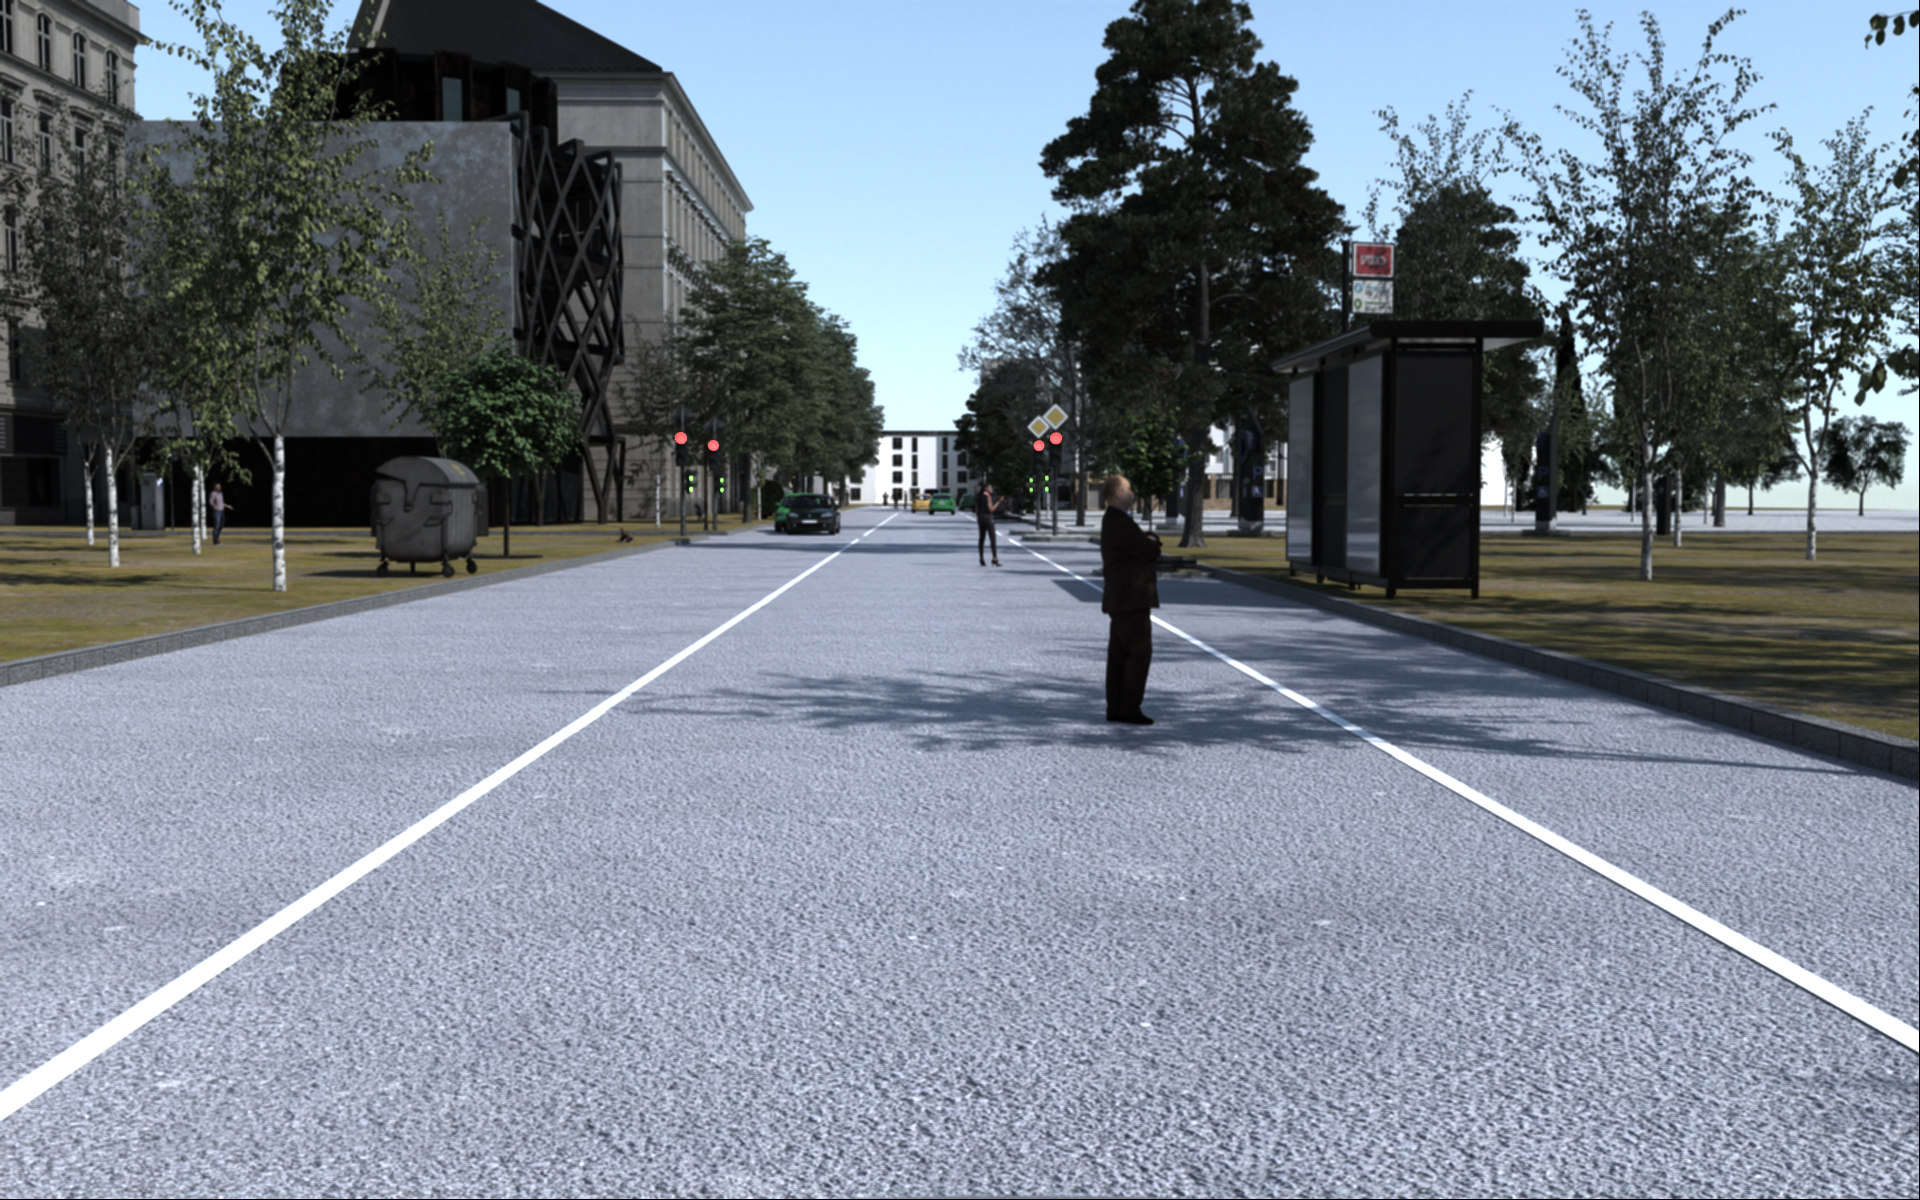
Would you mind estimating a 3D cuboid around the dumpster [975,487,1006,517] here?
[{"bbox_3d":[1.751,-5.619,100.084,1.865,1.857,1.264,0,4,-1],"label":"dumpster"}]

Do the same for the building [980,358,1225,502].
[{"bbox_3d":[18.742,-22.474,233.902,31.486,18.905,16.747,0,4,-1],"label":"building"}]

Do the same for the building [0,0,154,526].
[{"bbox_3d":[-59.627,-18.114,72.584,44.131,29.872,17.030,0,4,-1],"label":"building"}]

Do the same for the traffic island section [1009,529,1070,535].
[{"bbox_3d":[2.789,-2.384,61.253,2.009,0.180,2.903,0,4,-1],"label":"traffic island section"}]

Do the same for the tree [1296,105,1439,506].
[{"bbox_3d":[8.485,-5.007,32.224,4.360,8.622,3.978,0,3,0],"label":"tree"}]

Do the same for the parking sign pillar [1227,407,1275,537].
[{"bbox_3d":[8.893,-3.939,52.877,1.447,3.967,1.447,0,4,-8],"label":"parking sign pillar"}]

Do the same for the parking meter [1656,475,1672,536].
[{"bbox_3d":[21.840,-2.938,53.746,0.255,1.863,0.399,-1,4,-22],"label":"parking meter"}]

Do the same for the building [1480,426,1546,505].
[{"bbox_3d":[61.088,-16.055,204.648,28.070,9.664,9.099,0,4,-1],"label":"building"}]

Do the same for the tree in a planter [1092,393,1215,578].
[{"bbox_3d":[3.369,-2.039,30.566,1.991,3.239,1.994,0,4,-1],"label":"tree in a planter"}]

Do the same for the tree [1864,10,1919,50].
[{"bbox_3d":[11.176,-4.060,16.742,4.737,8.622,4.395,0,3,0],"label":"tree"}]

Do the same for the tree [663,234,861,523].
[{"bbox_3d":[-8.966,-9.660,76.068,7.486,12.596,7.792,0,3,0],"label":"tree"}]

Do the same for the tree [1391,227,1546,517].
[{"bbox_3d":[13.528,-6.002,48.493,4.737,8.622,4.395,0,3,0],"label":"tree"}]

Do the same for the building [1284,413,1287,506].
[{"bbox_3d":[41.431,-21.053,200.636,11.380,20.091,16.016,0,4,-1],"label":"building"}]

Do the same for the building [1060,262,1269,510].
[{"bbox_3d":[16.587,-17.673,145.380,16.016,20.091,11.380,0,4,-1],"label":"building"}]

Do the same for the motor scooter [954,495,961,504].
[{"bbox_3d":[-0.259,-11.900,207.344,0.815,1.314,1.986,0,4,0],"label":"motor scooter"}]

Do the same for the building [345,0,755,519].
[{"bbox_3d":[-23.381,-20.366,109.396,17.030,29.872,44.131,0,4,-1],"label":"building"}]

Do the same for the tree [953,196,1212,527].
[{"bbox_3d":[4.900,-9.653,68.199,12.009,13.543,11.850,0,3,0],"label":"tree"}]

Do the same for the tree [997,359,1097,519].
[{"bbox_3d":[4.347,-8.545,90.077,4.360,8.622,3.978,0,3,0],"label":"tree"}]

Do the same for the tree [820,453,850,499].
[{"bbox_3d":[-10.972,-12.138,148.826,4.360,8.622,3.978,0,3,0],"label":"tree"}]

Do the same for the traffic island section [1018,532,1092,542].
[{"bbox_3d":[2.942,-1.895,53.270,2.009,0.180,2.903,0,4,-1],"label":"traffic island section"}]

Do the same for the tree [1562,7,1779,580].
[{"bbox_3d":[10.079,-4.608,25.699,4.360,8.622,3.978,0,3,0],"label":"tree"}]

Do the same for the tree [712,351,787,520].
[{"bbox_3d":[-10.028,-8.192,84.309,4.737,8.622,4.395,0,3,0],"label":"tree"}]

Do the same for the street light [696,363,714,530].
[{"bbox_3d":[-9.014,-5.414,61.309,0.468,5.910,1.993,0,4,-1],"label":"street light"}]

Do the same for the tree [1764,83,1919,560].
[{"bbox_3d":[16.660,-5.101,33.765,4.737,8.622,4.395,0,3,0],"label":"tree"}]

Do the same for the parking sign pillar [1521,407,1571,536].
[{"bbox_3d":[18.043,-3.962,53.244,1.447,3.967,1.447,2,4,28],"label":"parking sign pillar"}]

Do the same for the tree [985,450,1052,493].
[{"bbox_3d":[4.700,-8.070,115.660,4.285,4.588,4.351,0,3,0],"label":"tree"}]

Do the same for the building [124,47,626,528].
[{"bbox_3d":[-23.118,-12.617,73.736,16.820,18.784,16.811,0,4,-1],"label":"building"}]

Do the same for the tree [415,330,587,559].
[{"bbox_3d":[-9.238,-3.125,34.810,4.285,4.588,4.351,0,3,0],"label":"tree"}]

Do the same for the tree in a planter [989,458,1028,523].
[{"bbox_3d":[2.310,-5.419,85.818,1.991,3.239,1.994,0,4,-1],"label":"tree in a planter"}]

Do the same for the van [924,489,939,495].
[{"bbox_3d":[-3.405,-12.324,205.887,2.240,2.365,5.245,0,4,-3],"label":"van"}]

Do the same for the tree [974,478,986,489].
[{"bbox_3d":[2.432,-12.778,203.517,1.663,3.219,1.824,0,3,0],"label":"tree"}]

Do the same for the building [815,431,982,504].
[{"bbox_3d":[-10.958,-17.596,229.833,28.070,9.664,9.099,0,4,-1],"label":"building"}]

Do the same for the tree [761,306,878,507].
[{"bbox_3d":[-10.394,-12.991,119.063,9.857,13.997,8.962,0,3,0],"label":"tree"}]

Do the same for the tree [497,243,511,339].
[{"bbox_3d":[-13.090,-5.696,43.485,4.737,8.622,4.395,0,3,0],"label":"tree"}]

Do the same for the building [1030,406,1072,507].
[{"bbox_3d":[12.254,-13.650,165.322,9.099,9.664,28.070,0,4,-1],"label":"building"}]

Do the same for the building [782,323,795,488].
[{"bbox_3d":[-24.723,-19.395,173.532,16.016,20.091,11.380,0,4,-1],"label":"building"}]

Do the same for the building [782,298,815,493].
[{"bbox_3d":[-33.183,-21.366,193.301,32.646,21.610,27.936,0,4,-1],"label":"building"}]

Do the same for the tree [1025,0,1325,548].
[{"bbox_3d":[5.882,-8.187,41.282,7.806,13.903,7.818,0,3,0],"label":"tree"}]

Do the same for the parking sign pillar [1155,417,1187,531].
[{"bbox_3d":[7.661,-4.457,61.337,1.447,3.967,1.447,1,4,22],"label":"parking sign pillar"}]

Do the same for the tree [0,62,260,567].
[{"bbox_3d":[-14.682,-4.878,30.120,4.360,8.622,3.978,0,3,0],"label":"tree"}]

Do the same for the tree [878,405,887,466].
[{"bbox_3d":[-11.536,-15.971,167.774,9.857,13.997,8.962,0,3,0],"label":"tree"}]

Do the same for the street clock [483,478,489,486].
[{"bbox_3d":[-16.650,-3.413,60.375,0.358,2.002,0.471,2,4,27],"label":"street clock"}]

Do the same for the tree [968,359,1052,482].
[{"bbox_3d":[4.134,-13.275,139.098,6.751,12.117,7.091,0,3,0],"label":"tree"}]

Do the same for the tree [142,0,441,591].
[{"bbox_3d":[-9.041,-4.437,22.900,4.737,8.622,4.395,0,3,0],"label":"tree"}]

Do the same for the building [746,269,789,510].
[{"bbox_3d":[-24.624,-17.448,151.740,16.747,18.905,31.486,0,4,-1],"label":"building"}]

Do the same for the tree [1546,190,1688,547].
[{"bbox_3d":[17.676,-5.597,41.872,4.737,8.622,4.395,0,3,0],"label":"tree"}]

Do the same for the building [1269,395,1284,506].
[{"bbox_3d":[29.815,-21.046,200.522,11.380,20.091,16.016,0,4,-1],"label":"building"}]

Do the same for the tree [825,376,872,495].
[{"bbox_3d":[-10.757,-13.166,141.026,9.928,11.665,9.643,0,3,0],"label":"tree"}]

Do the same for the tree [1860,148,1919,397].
[{"bbox_3d":[27.039,-7.280,44.777,9.928,11.665,9.643,0,3,0],"label":"tree"}]

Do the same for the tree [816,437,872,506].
[{"bbox_3d":[-12.352,-15.994,183.557,6.751,12.117,7.091,0,3,0],"label":"tree"}]

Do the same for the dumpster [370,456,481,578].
[{"bbox_3d":[-8.365,-1.309,27.161,1.264,1.857,1.865,0,4,-1],"label":"dumpster"}]

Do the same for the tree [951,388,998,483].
[{"bbox_3d":[2.906,-17.710,196.986,7.806,13.903,7.818,0,3,0],"label":"tree"}]
